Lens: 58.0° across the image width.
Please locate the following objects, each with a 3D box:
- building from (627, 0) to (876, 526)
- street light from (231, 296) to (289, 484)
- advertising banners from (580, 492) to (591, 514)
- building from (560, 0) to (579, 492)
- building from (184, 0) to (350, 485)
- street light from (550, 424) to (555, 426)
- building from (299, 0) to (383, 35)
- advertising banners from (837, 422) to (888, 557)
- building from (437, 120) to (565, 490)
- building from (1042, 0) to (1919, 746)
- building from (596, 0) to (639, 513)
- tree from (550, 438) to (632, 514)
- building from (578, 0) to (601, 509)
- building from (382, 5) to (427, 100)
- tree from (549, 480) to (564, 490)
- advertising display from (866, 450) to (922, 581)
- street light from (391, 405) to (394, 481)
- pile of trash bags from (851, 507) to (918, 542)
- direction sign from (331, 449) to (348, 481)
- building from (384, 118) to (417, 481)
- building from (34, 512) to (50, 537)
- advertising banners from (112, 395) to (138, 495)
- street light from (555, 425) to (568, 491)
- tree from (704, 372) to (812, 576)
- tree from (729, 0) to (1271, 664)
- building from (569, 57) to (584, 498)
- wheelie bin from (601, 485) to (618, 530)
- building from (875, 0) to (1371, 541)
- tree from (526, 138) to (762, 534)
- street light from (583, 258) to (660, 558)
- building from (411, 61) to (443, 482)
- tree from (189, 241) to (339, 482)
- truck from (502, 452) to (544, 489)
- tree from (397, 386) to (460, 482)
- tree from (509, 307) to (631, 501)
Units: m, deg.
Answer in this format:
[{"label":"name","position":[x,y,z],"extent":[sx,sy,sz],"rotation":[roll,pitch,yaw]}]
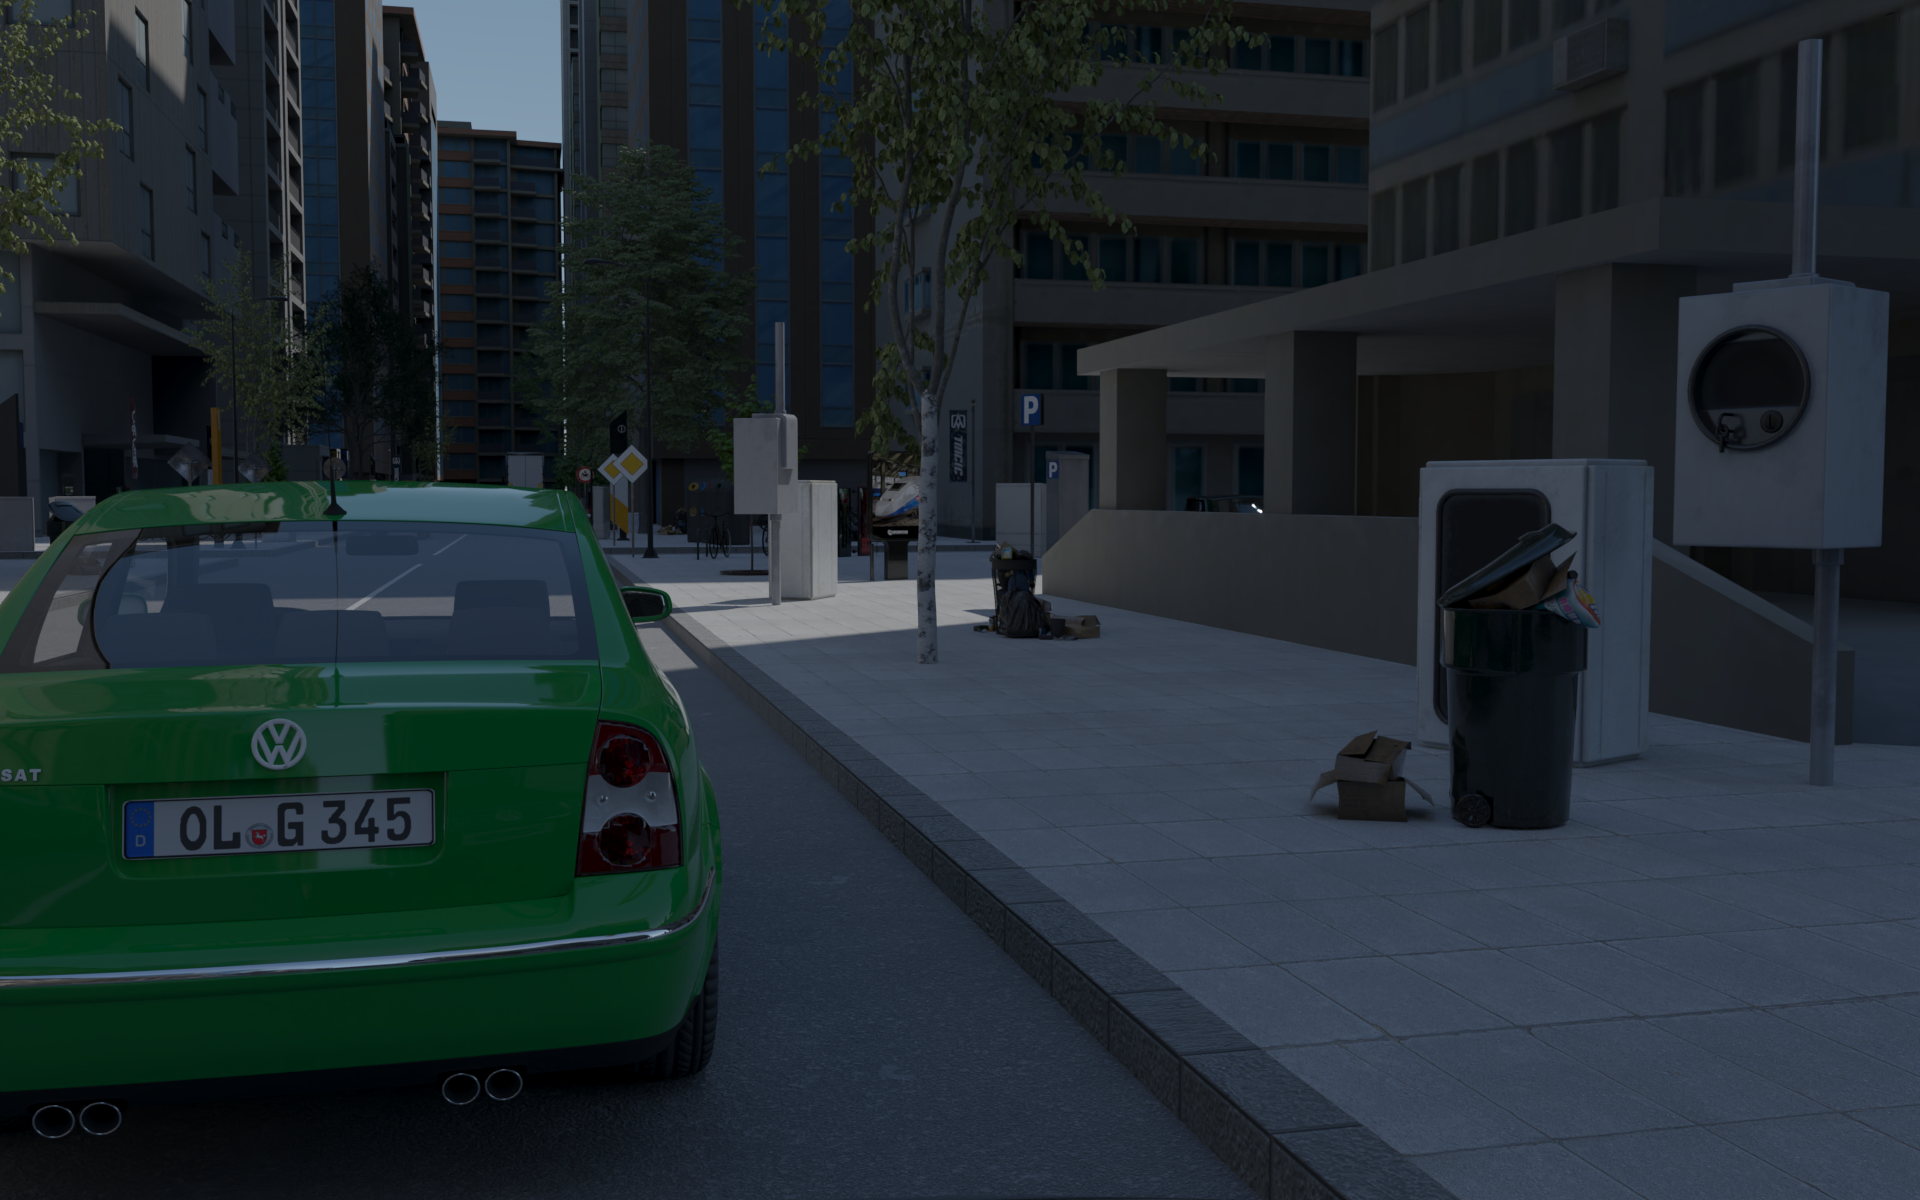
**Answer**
[{"label":"building","position":[-7.087,-26.013,75.424],"extent":[14.600,45.320,14.200],"rotation":[-1,4,-14]},{"label":"street light","position":[-16.444,-4.166,40.661],"extent":[1.470,5.913,1.316],"rotation":[-1,4,-14]},{"label":"advertising banners","position":[-24.285,-7.192,113.778],"extent":[2.074,3.025,0.090],"rotation":[3,5,42]},{"label":"building","position":[-37.670,-47.250,210.782],"extent":[20.611,71.187,20.563],"rotation":[-1,4,-14]},{"label":"building","position":[-44.039,-39.935,91.188],"extent":[20.563,71.187,20.611],"rotation":[-1,4,-14]},{"label":"street light","position":[-26.777,-8.753,115.656],"extent":[1.470,5.913,1.316],"rotation":[-1,4,-14]},{"label":"building","position":[-46.750,-28.585,117.471],"extent":[14.600,45.320,14.200],"rotation":[-1,4,-14]},{"label":"advertising banners","position":[-1.998,-2.426,35.851],"extent":[0.090,3.025,2.074],"rotation":[2,4,30]},{"label":"building","position":[-61.684,-33.702,205.657],"extent":[28.867,44.769,22.147],"rotation":[-1,4,-14]},{"label":"building","position":[18.359,-19.958,18.188],"extent":[32.217,40.220,23.993],"rotation":[-1,4,-14]},{"label":"building","position":[-19.300,-27.096,126.614],"extent":[14.154,41.232,14.086],"rotation":[-1,4,-14]},{"label":"tree","position":[-17.085,-6.133,83.996],"extent":[4.285,4.588,4.351],"rotation":[0,3,0]},{"label":"building","position":[-21.571,-37.020,147.274],"extent":[21.231,58.520,28.212],"rotation":[-1,4,-14]},{"label":"building","position":[-58.480,-30.425,152.069],"extent":[22.147,44.769,28.867],"rotation":[-1,4,-14]},{"label":"tree","position":[-42.759,-11.644,184.985],"extent":[1.663,3.219,1.824],"rotation":[0,3,0]},{"label":"advertising display","position":[-0.957,-1.266,25.909],"extent":[0.974,1.923,0.123],"rotation":[-2,4,-35]},{"label":"street light","position":[-28.087,-7.024,87.391],"extent":[1.470,5.913,1.316],"rotation":[-1,4,-14]},{"label":"pile of trash bags","position":[-2.785,-2.253,46.583],"extent":[3.447,1.369,1.912],"rotation":[-3,5,-44]},{"label":"direction sign","position":[-30.891,-5.761,86.191],"extent":[0.876,3.537,0.379],"rotation":[0,4,5]},{"label":"building","position":[-49.388,-22.026,131.827],"extent":[14.160,30.474,14.107],"rotation":[-1,4,-14]},{"label":"building","position":[-40.930,-28.725,58.899],"extent":[28.713,52.752,27.495],"rotation":[-1,4,-14]},{"label":"advertising banners","position":[-14.443,-2.069,30.014],"extent":[0.090,3.025,2.074],"rotation":[-1,4,-15]},{"label":"street light","position":[-15.209,-5.889,68.818],"extent":[1.470,5.913,1.316],"rotation":[-1,4,-14]},{"label":"tree","position":[-3.192,-2.020,27.634],"extent":[1.663,3.219,1.824],"rotation":[0,3,0]},{"label":"tree","position":[-0.061,-3.834,13.048],"extent":[4.737,8.622,4.395],"rotation":[0,3,0]},{"label":"building","position":[-30.157,-29.592,167.424],"extent":[14.154,41.232,14.086],"rotation":[-1,4,-14]},{"label":"wheelie bin","position":[-12.589,-3.296,61.798],"extent":[0.980,1.594,0.693],"rotation":[1,4,22]},{"label":"building","position":[8.243,-26.612,58.802],"extent":[21.600,48.544,21.300],"rotation":[-1,4,-14]},{"label":"tree","position":[-9.842,-8.420,55.788],"extent":[7.486,12.596,7.792],"rotation":[0,3,0]},{"label":"street light","position":[-6.729,-3.784,34.417],"extent":[1.470,5.913,1.316],"rotation":[-1,4,-14]},{"label":"building","position":[-60.340,-32.113,175.163],"extent":[14.200,45.320,14.600],"rotation":[-1,4,-14]},{"label":"tree","position":[-20.773,-6.189,51.547],"extent":[4.737,8.622,4.395],"rotation":[0,3,0]},{"label":"truck","position":[-30.614,-8.108,121.476],"extent":[2.839,4.237,11.283],"rotation":[-1,4,-15]},{"label":"tree","position":[-35.871,-10.132,116.028],"extent":[4.737,8.622,4.395],"rotation":[0,3,0]},{"label":"tree","position":[-20.549,-10.260,93.502],"extent":[9.928,11.665,9.643],"rotation":[0,3,0]}]
